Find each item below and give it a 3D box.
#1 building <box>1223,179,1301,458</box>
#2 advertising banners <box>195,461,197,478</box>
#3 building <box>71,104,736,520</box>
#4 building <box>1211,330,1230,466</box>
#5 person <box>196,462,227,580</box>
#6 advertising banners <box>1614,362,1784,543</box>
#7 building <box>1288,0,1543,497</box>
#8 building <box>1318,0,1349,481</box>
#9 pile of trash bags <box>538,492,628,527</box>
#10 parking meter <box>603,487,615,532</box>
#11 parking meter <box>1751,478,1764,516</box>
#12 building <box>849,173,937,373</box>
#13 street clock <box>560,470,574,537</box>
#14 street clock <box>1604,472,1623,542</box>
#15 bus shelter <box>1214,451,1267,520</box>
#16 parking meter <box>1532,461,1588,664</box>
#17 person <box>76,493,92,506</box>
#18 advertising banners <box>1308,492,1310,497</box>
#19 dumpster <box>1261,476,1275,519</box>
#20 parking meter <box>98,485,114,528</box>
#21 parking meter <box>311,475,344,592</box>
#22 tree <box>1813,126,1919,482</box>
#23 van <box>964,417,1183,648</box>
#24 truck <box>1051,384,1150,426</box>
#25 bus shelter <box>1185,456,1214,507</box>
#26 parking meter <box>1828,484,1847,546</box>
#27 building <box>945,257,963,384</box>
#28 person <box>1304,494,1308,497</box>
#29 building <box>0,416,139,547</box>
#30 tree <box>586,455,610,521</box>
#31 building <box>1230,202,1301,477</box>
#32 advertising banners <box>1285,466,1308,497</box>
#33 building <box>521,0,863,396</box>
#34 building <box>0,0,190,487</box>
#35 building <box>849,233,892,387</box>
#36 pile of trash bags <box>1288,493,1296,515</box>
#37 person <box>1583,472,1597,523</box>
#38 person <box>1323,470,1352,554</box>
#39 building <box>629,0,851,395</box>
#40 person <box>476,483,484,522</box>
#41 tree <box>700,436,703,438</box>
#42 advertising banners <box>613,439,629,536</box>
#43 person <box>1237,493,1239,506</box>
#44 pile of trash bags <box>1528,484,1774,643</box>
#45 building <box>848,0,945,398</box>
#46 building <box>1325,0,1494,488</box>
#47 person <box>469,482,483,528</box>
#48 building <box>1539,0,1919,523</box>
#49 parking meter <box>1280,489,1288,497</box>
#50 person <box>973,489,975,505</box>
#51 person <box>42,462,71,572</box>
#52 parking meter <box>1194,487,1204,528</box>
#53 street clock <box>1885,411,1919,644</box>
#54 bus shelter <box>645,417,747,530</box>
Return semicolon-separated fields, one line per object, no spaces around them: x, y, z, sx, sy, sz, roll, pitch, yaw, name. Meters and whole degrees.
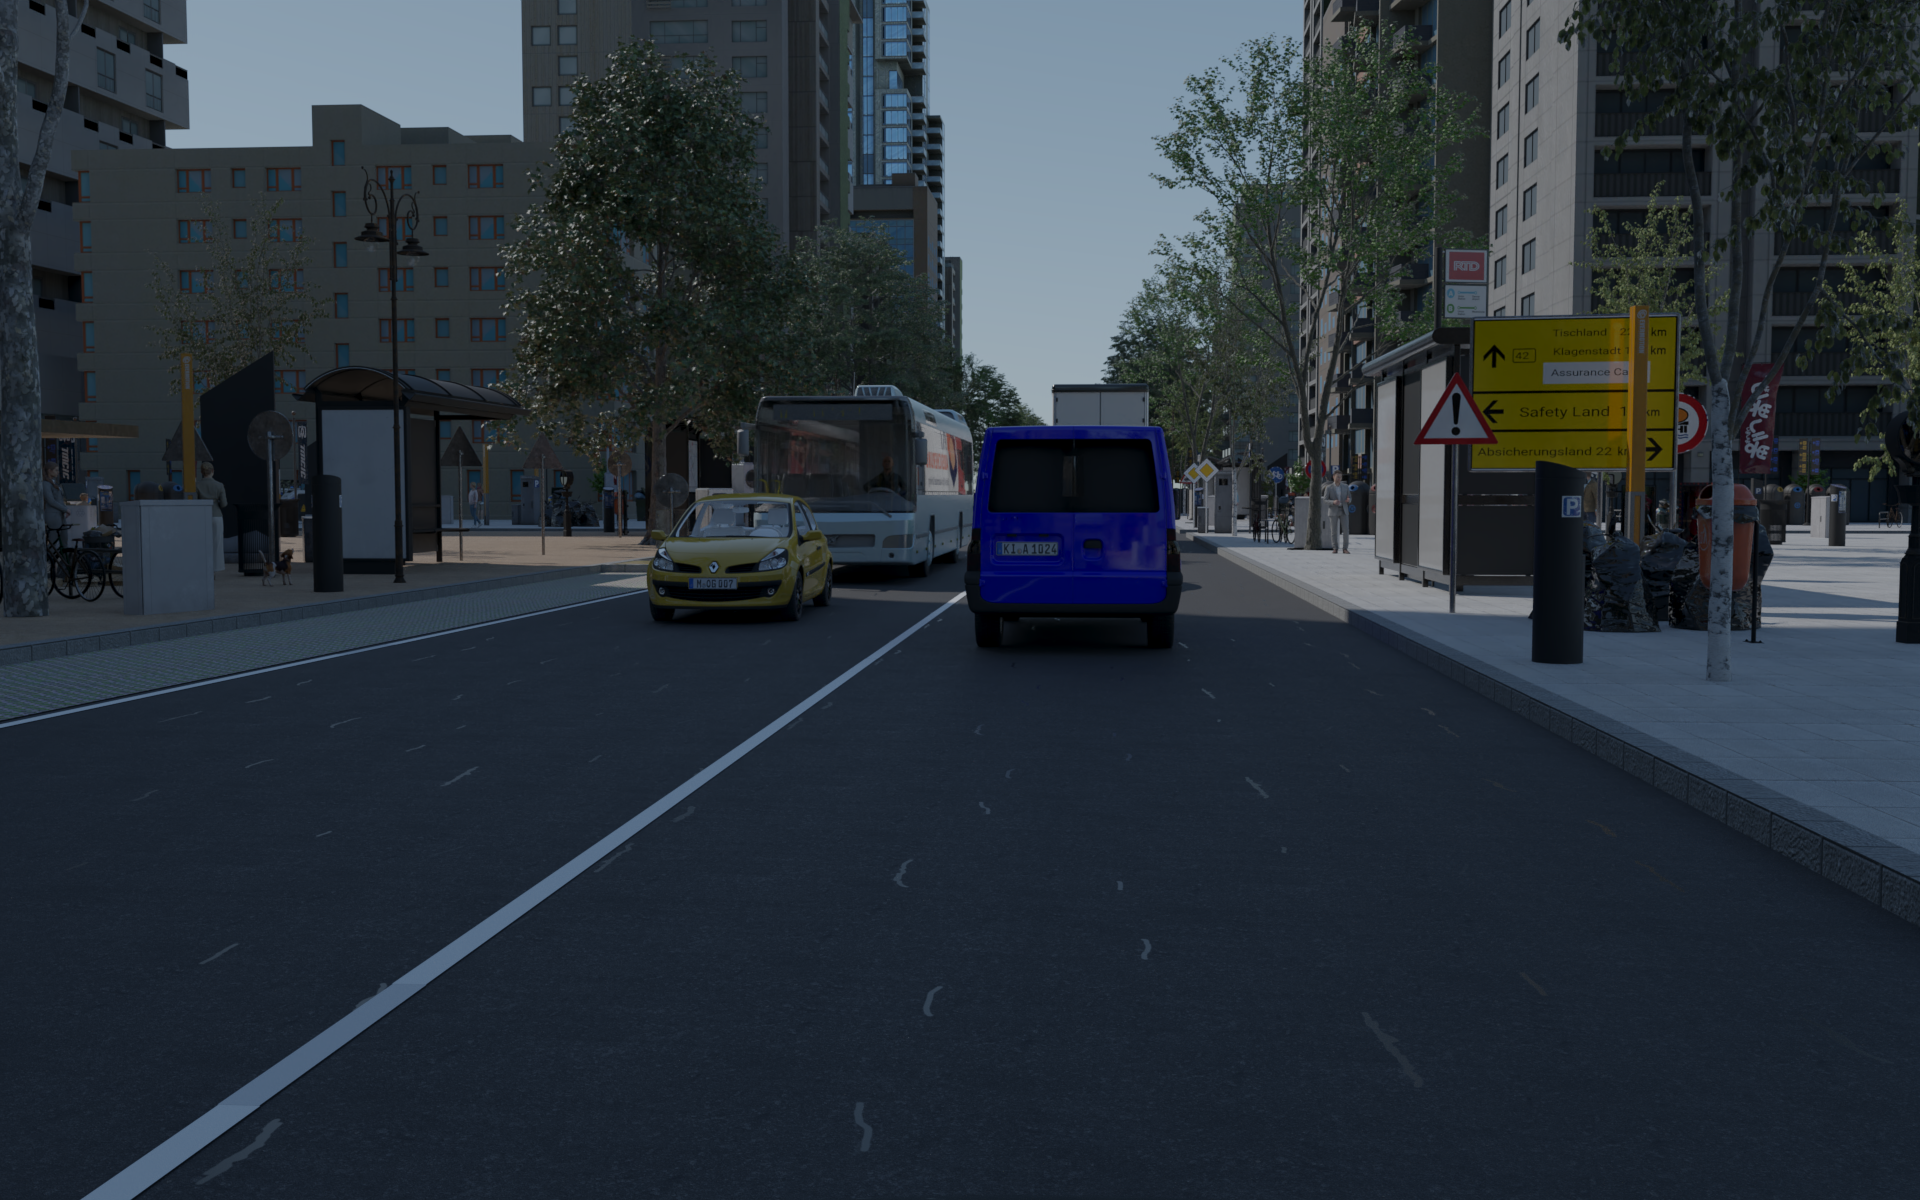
52.259;-39.535;266.001;23.786;49.044;30.456;0;4;5;building
-37.408;-5.301;82.860;2.074;3.025;0.090;0;4;7;advertising banners
-29.625;-15.629;100.575;27.650;21.520;28.899;0;4;5;building
48.943;-31.649;289.162;14.160;30.474;14.107;0;4;5;building
-11.135;-1.166;25.656;0.519;1.759;0.362;-2;4;-28;person
9.957;-1.665;23.412;2.074;3.025;0.090;2;4;27;advertising banners
41.498;-44.351;163.394;20.563;71.187;20.611;0;4;5;building
38.420;-30.383;146.877;14.600;45.320;14.200;0;4;5;building
-14.781;-3.578;68.252;3.447;1.369;1.912;-2;4;-31;pile of trash bags
-11.749;-3.031;57.962;0.372;1.533;0.369;0;3;0;parking meter
29.501;-3.572;64.116;0.399;1.863;0.255;0;4;2;parking meter
-10.742;-36.414;245.472;14.600;45.320;14.200;0;4;5;building
-11.802;-2.903;52.028;0.358;2.002;0.471;-3;5;-40;street clock
17.473;-2.560;46.426;0.471;2.002;0.358;-1;4;-11;street clock
13.666;-5.525;84.250;2.014;3.302;5.546;0;4;5;bus shelter
4.564;-0.292;13.189;0.372;1.533;0.369;0;3;0;parking meter
-23.000;-2.151;45.477;0.475;1.303;0.640;-3;4;-36;person
23.304;-7.311;115.729;0.090;3.025;2.074;-2;4;-28;advertising banners
15.810;-5.426;91.202;1.502;2.255;1.985;0;4;5;dumpster
-23.486;-2.398;47.621;0.372;1.533;0.369;0;3;0;parking meter
-8.299;-0.875;22.725;0.372;1.533;0.369;0;3;0;parking meter
19.063;-5.083;33.471;4.737;8.622;4.395;0;3;0;tree
1.212;-0.822;17.822;2.240;2.365;5.245;0;4;5;van
3.902;-3.716;49.675;2.839;4.237;11.283;0;4;3;truck
13.547;-6.222;95.651;2.014;3.302;5.546;0;4;5;bus shelter
21.548;-2.086;42.515;0.372;1.533;0.369;0;3;0;parking meter
-7.131;-37.129;290.656;14.154;41.232;14.086;0;4;5;building
15.563;-4.160;78.303;0.306;1.304;0.590;-3;5;-40;person
-35.997;-23.146;33.059;28.867;44.769;22.147;0;4;5;building
-17.439;-5.487;84.309;1.663;3.219;1.824;0;3;0;tree
45.273;-34.307;244.516;14.154;41.232;14.086;0;4;5;building
21.040;-6.902;109.028;0.090;3.025;2.074;-2;4;-25;advertising banners
-25.253;-35.486;169.432;28.713;52.752;27.495;0;4;5;building
-61.292;-31.164;98.774;27.495;52.752;28.713;0;4;5;building
-15.282;-25.591;190.114;14.160;30.474;14.107;0;4;5;building
20.911;-5.895;106.131;1.912;1.369;3.447;-1;4;-16;pile of trash bags
13.263;-1.870;36.528;0.836;1.842;0.656;-3;5;-41;person
8.150;-1.896;37.244;0.606;1.804;0.583;0;4;-5;person
-16.321;-27.426;132.013;14.154;41.232;14.086;0;4;5;building
-22.126;-4.537;80.193;0.580;1.828;0.573;0;4;-4;person
-13.273;-6.336;87.314;4.285;4.588;4.351;0;3;0;tree
-10.518;-3.513;53.619;0.090;3.025;2.074;0;4;1;advertising banners
11.478;-4.118;73.235;0.638;1.841;0.748;2;4;23;person
6.704;-0.404;16.354;1.912;1.369;3.447;0;4;3;pile of trash bags
-12.616;-58.369;267.007;22.319;86.520;31.000;0;4;5;building
37.631;-28.517;120.882;22.147;44.769;28.867;0;4;5;building
-18.339;-3.598;65.542;0.731;1.740;0.598;3;5;42;person
38.876;-39.527;84.522;20.611;71.187;20.563;0;4;5;building
15.794;-4.647;84.386;0.372;1.533;0.369;0;3;0;parking meter
1.344;-9.223;157.658;0.721;1.723;1.217;2;4;27;person
-14.138;-1.282;27.277;0.573;1.790;0.520;-2;4;-30;person
9.059;-3.509;65.780;0.372;1.533;0.369;0;3;0;parking meter
8.199;-0.629;14.855;0.471;2.002;0.358;0;4;1;street clock
-8.384;-3.899;55.038;1.731;3.624;6.357;0;4;5;bus shelter
